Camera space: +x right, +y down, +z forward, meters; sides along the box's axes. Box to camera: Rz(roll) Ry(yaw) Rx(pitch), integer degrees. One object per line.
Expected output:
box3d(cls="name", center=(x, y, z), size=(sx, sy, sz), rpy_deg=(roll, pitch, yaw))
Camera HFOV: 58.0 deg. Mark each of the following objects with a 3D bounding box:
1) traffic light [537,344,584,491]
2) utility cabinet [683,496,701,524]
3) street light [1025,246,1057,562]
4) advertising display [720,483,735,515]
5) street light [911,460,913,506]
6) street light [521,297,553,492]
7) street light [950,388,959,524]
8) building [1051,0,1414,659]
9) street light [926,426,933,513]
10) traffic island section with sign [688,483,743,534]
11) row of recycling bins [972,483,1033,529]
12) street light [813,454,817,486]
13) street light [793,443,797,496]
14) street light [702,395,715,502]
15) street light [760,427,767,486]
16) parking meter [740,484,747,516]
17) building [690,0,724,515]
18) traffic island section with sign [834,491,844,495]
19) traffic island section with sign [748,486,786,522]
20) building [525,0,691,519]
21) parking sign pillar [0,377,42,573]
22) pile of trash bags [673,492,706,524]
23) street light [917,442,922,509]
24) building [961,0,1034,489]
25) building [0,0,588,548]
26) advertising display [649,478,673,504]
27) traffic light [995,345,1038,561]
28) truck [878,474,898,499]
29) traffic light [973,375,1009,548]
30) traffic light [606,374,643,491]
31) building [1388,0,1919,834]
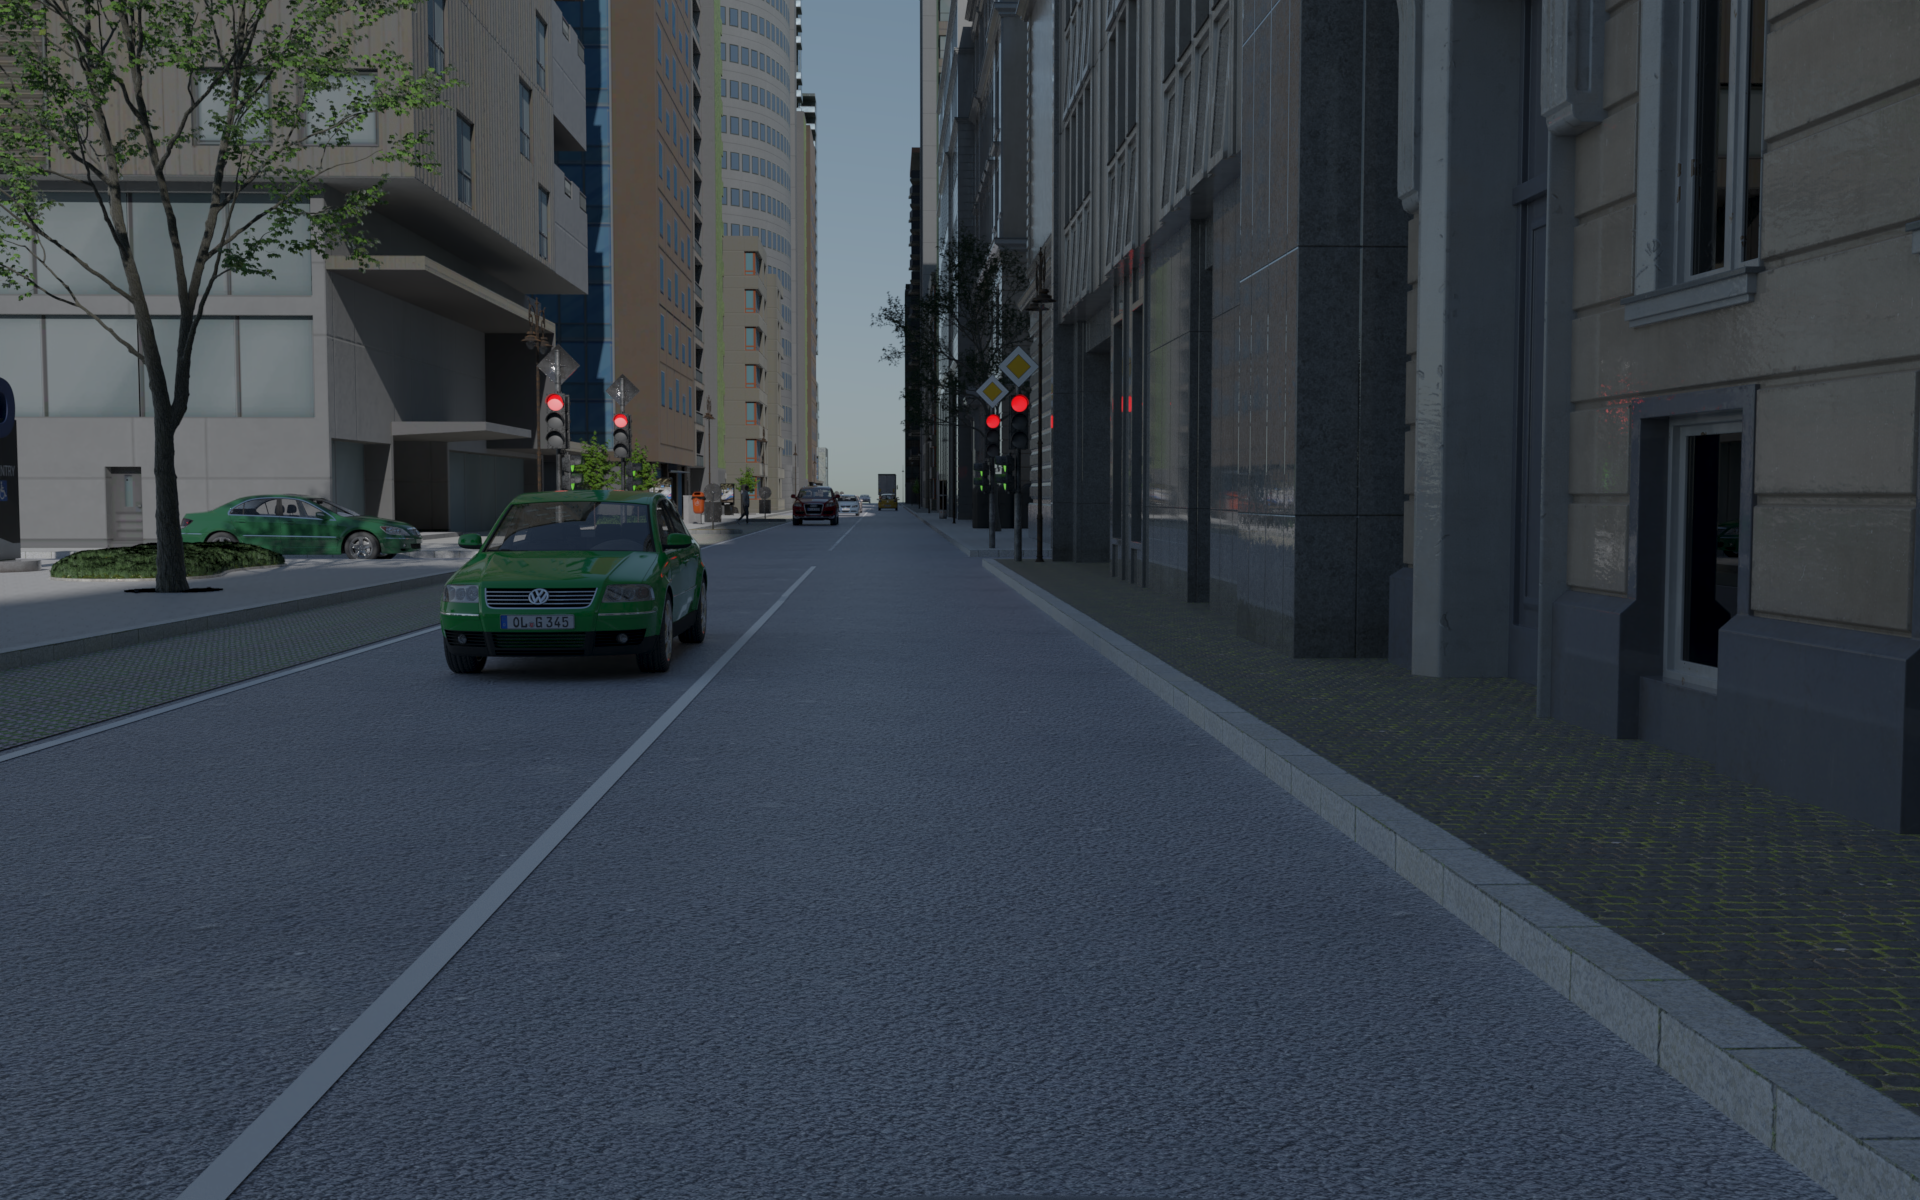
box3d(cls="traffic light", center=(-7.514, -2.667, 32.522), size=(0.839, 4.253, 0.868), rpy_deg=(0, 4, -2))
box3d(cls="utility cabinet", center=(-11.692, -3.952, 75.775), size=(0.306, 1.237, 1.020), rpy_deg=(2, 4, 25))
box3d(cls="street light", center=(1.508, -3.656, 32.563), size=(0.468, 5.910, 1.993), rpy_deg=(0, 4, -2))
box3d(cls="advertising display", center=(-13.955, -6.037, 103.916), size=(0.974, 1.923, 0.123), rpy_deg=(2, 4, 28))
box3d(cls="street light", center=(-5.323, -13.415, 192.119), size=(0.468, 5.910, 1.993), rpy_deg=(0, 4, -2))
box3d(cls="street light", center=(-9.947, -4.164, 40.877), size=(0.468, 5.910, 1.993), rpy_deg=(0, 4, -2))
box3d(cls="street light", center=(-0.256, -6.273, 75.351), size=(0.468, 5.910, 1.993), rpy_deg=(0, 4, -2))
box3d(cls="building", center=(8.170, -12.532, 22.913), size=(12.078, 24.808, 19.932), rpy_deg=(0, 4, -2))
box3d(cls="street light", center=(-2.059, -8.726, 115.453), size=(0.468, 5.910, 1.993), rpy_deg=(0, 4, -2))
box3d(cls="traffic island section with sign", center=(-8.849, -3.279, 62.239), size=(1.989, 1.847, 2.006), rpy_deg=(0, 4, -2))
box3d(cls="row of recycling bins", center=(2.186, -3.510, 64.497), size=(3.534, 1.692, 1.069), rpy_deg=(1, 4, 10))
box3d(cls="street light", center=(-16.791, -13.910, 200.209), size=(0.468, 5.910, 1.993), rpy_deg=(0, 4, -2))
box3d(cls="street light", center=(-14.930, -11.280, 157.208), size=(0.468, 5.910, 1.993), rpy_deg=(0, 4, -2))
box3d(cls="street light", center=(-11.709, -6.615, 80.942), size=(0.468, 5.910, 1.993), rpy_deg=(0, 4, -2))
box3d(cls="street light", center=(-13.253, -8.829, 117.139), size=(0.468, 5.910, 1.993), rpy_deg=(0, 4, -2))
box3d(cls="parking meter", center=(-12.775, -5.911, 102.353), size=(0.255, 1.863, 0.399), rpy_deg=(-3, 4, -38))
box3d(cls="building", center=(-21.780, -25.661, 103.146), size=(14.154, 41.232, 14.086), rpy_deg=(0, 4, -2))
box3d(cls="traffic island section with sign", center=(-16.977, -14.763, 249.998), size=(1.989, 1.847, 2.006), rpy_deg=(0, 4, -2))
box3d(cls="traffic island section with sign", center=(-10.028, -4.950, 89.561), size=(1.989, 1.847, 2.006), rpy_deg=(0, 4, -2))
box3d(cls="building", center=(-20.315, -26.352, 80.963), size=(14.600, 45.320, 14.200), rpy_deg=(0, 4, -2))
box3d(cls="parking sign pillar", center=(-16.066, -2.456, 28.634), size=(1.447, 3.967, 1.447), rpy_deg=(0, 4, -7))
box3d(cls="pile of trash bags", center=(-12.412, -3.906, 73.617), size=(3.447, 1.369, 1.912), rpy_deg=(1, 4, 13))
box3d(cls="street light", center=(-3.574, -10.964, 152.054), size=(0.468, 5.910, 1.993), rpy_deg=(0, 4, -2))
box3d(cls="building", center=(7.297, -17.702, 75.338), size=(13.634, 28.700, 20.117), rpy_deg=(0, 4, -2))
box3d(cls="building", center=(-26.660, -28.281, 51.642), size=(28.713, 52.752, 27.495), rpy_deg=(0, 4, -2))
box3d(cls="advertising display", center=(-11.730, -3.835, 67.923), size=(0.974, 1.923, 0.123), rpy_deg=(1, 4, 13))
box3d(cls="traffic light", center=(1.088, -2.690, 32.909), size=(0.839, 4.253, 0.868), rpy_deg=(0, 4, -2))
box3d(cls="truck", center=(-10.210, -15.600, 243.972), size=(2.839, 4.237, 11.283), rpy_deg=(0, 4, -1))
box3d(cls="traffic light", center=(0.743, -3.178, 40.887), size=(0.839, 4.253, 0.868), rpy_deg=(0, 4, -2))
box3d(cls="traffic light", center=(-7.860, -3.155, 40.500), size=(0.839, 4.253, 0.868), rpy_deg=(0, 4, -2))
box3d(cls="building", center=(9.886, -13.269, 2.861), size=(13.634, 28.700, 20.117), rpy_deg=(0, 4, -2))
